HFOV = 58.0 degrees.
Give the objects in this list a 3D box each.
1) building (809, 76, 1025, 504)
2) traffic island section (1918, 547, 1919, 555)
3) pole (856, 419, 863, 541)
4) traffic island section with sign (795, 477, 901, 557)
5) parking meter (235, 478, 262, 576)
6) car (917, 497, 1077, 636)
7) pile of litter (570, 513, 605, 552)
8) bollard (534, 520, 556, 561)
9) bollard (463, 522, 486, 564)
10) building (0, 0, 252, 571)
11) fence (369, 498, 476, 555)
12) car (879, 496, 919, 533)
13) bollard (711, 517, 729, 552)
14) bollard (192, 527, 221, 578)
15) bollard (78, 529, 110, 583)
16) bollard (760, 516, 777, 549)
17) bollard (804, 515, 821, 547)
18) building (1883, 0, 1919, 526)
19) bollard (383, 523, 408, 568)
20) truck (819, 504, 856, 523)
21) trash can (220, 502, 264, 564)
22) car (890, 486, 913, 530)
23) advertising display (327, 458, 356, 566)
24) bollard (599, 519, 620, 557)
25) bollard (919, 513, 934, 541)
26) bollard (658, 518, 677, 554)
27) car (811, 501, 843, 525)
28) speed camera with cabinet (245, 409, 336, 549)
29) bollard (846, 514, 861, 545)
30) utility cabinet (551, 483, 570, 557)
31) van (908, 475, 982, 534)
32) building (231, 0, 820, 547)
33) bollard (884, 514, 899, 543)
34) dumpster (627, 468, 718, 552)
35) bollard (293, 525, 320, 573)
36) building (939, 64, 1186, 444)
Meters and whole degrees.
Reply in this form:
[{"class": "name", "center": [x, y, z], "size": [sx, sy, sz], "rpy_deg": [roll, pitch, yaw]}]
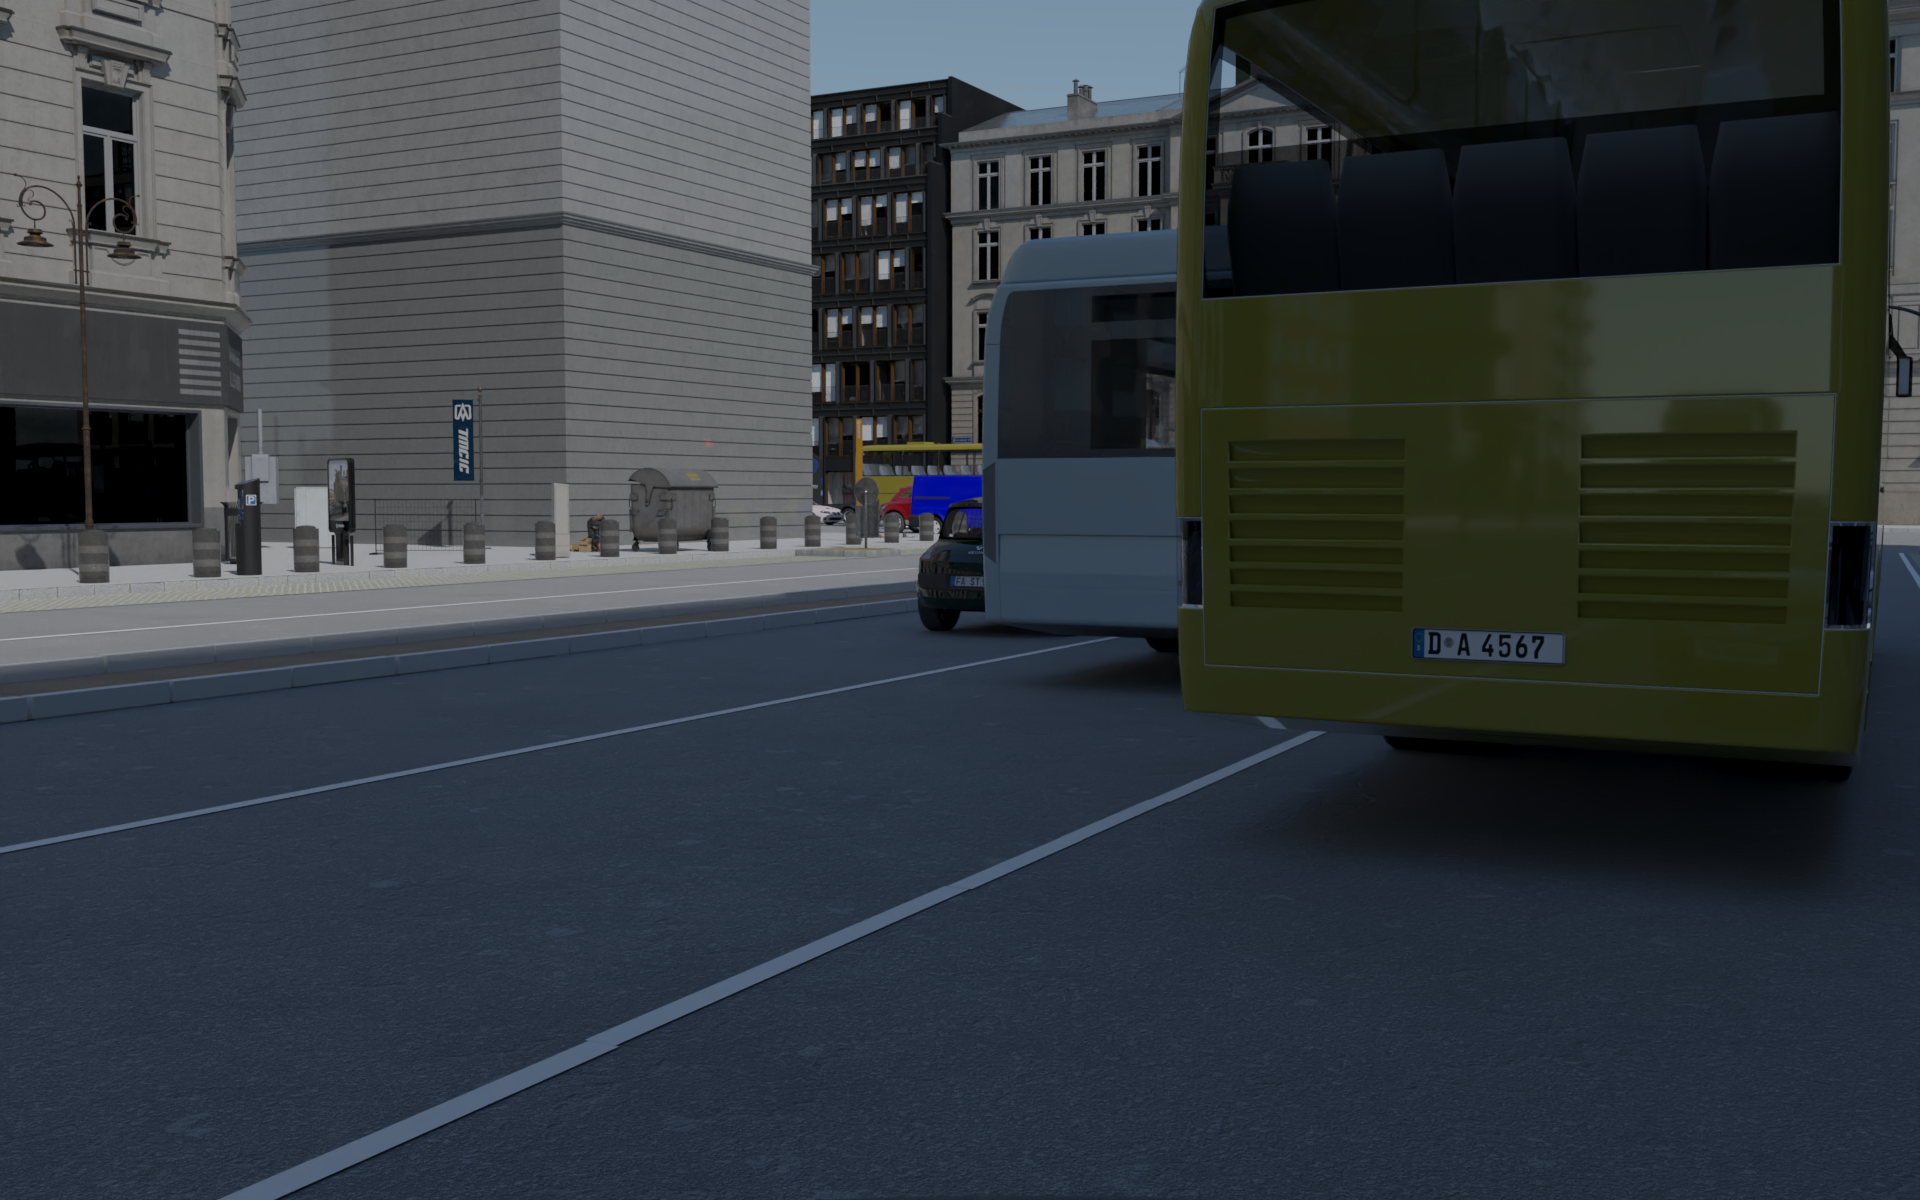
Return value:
[{"class": "building", "center": [-5.661, -16.497, 99.408], "size": [15.834, 23.373, 12.332], "rpy_deg": [2, 4, 27]}, {"class": "traffic island section", "center": [23.807, -1.141, 40.935], "size": [2.009, 0.180, 2.903], "rpy_deg": [2, 4, 27]}, {"class": "pole", "center": [-2.731, -3.254, 47.039], "size": [0.158, 3.312, 0.155], "rpy_deg": [0, 3, 0]}, {"class": "traffic island section with sign", "center": [-2.459, -1.929, 40.161], "size": [1.989, 1.847, 2.006], "rpy_deg": [2, 4, 27]}, {"class": "parking meter", "center": [-11.254, -1.161, 27.387], "size": [0.372, 1.533, 0.369], "rpy_deg": [0, 3, 0]}, {"class": "car", "center": [1.053, -0.567, 19.056], "size": [2.009, 1.686, 4.222], "rpy_deg": [2, 4, 26]}, {"class": "pile of litter", "center": [-8.362, -1.515, 38.740], "size": [1.176, 0.858, 1.719], "rpy_deg": [-1, 4, -10]}, {"class": "bollard", "center": [-8.048, -1.155, 33.601], "size": [0.404, 0.777, 0.398], "rpy_deg": [0, 3, 0]}, {"class": "bollard", "center": [-8.944, -1.050, 31.882], "size": [0.404, 0.777, 0.398], "rpy_deg": [0, 3, 0]}, {"class": "building", "center": [-29.725, -14.812, 18.585], "size": [17.030, 29.872, 44.131], "rpy_deg": [2, 4, 27]}, {"class": "fence", "center": [-11.327, -1.561, 36.722], "size": [2.264, 1.192, 0.480], "rpy_deg": [0, 4, -3]}, {"class": "car", "center": [-0.498, -3.338, 63.256], "size": [5.304, 1.827, 2.281], "rpy_deg": [2, 4, 27]}, {"class": "bollard", "center": [-5.368, -1.469, 38.734], "size": [0.404, 0.777, 0.398], "rpy_deg": [0, 3, 0]}, {"class": "bollard", "center": [-11.628, -0.735, 26.733], "size": [0.404, 0.777, 0.398], "rpy_deg": [0, 3, 0]}, {"class": "bollard", "center": [-12.519, -0.631, 25.028], "size": [0.404, 0.777, 0.398], "rpy_deg": [0, 3, 0]}, {"class": "bollard", "center": [-4.475, -1.573, 40.442], "size": [0.404, 0.777, 0.398], "rpy_deg": [0, 3, 0]}, {"class": "bollard", "center": [-3.588, -1.678, 42.148], "size": [0.404, 0.777, 0.398], "rpy_deg": [0, 3, 0]}, {"class": "building", "center": [46.379, -14.724, 74.028], "size": [30.059, 22.955, 16.112], "rpy_deg": [2, 4, 27]}, {"class": "bollard", "center": [-9.838, -0.945, 30.165], "size": [0.404, 0.777, 0.398], "rpy_deg": [0, 3, 0]}, {"class": "truck", "center": [0.957, -5.526, 80.101], "size": [18.799, 4.110, 2.967], "rpy_deg": [2, 4, 27]}, {"class": "trash can", "center": [-13.157, -1.230, 31.757], "size": [0.748, 1.137, 0.748], "rpy_deg": [0, 3, 0]}, {"class": "car", "center": [-0.330, -3.760, 70.146], "size": [5.304, 1.827, 2.281], "rpy_deg": [2, 4, 26]}, {"class": "advertising display", "center": [-11.109, -1.584, 31.117], "size": [0.123, 1.923, 0.974], "rpy_deg": [-3, 5, -41]}, {"class": "bollard", "center": [-7.149, -1.260, 35.322], "size": [0.404, 0.777, 0.398], "rpy_deg": [0, 3, 0]}, {"class": "bollard", "center": [-0.912, -1.992, 47.285], "size": [0.404, 0.777, 0.398], "rpy_deg": [0, 3, 0]}, {"class": "bollard", "center": [-6.257, -1.364, 37.026], "size": [0.404, 0.777, 0.398], "rpy_deg": [0, 3, 0]}, {"class": "car", "center": [-7.720, -4.179, 80.695], "size": [4.827, 1.381, 2.083], "rpy_deg": [2, 4, 29]}, {"class": "speed camera with cabinet", "center": [-15.662, -2.836, 40.702], "size": [2.038, 3.252, 0.660], "rpy_deg": [-1, 4, -15]}, {"class": "bollard", "center": [-2.696, -1.782, 43.853], "size": [0.404, 0.777, 0.398], "rpy_deg": [0, 3, 0]}, {"class": "utility cabinet", "center": [-8.118, -1.625, 35.240], "size": [0.318, 1.500, 1.173], "rpy_deg": [-1, 4, -16]}, {"class": "van", "center": [1.010, -3.178, 56.346], "size": [5.245, 2.365, 2.240], "rpy_deg": [2, 4, 29]}, {"class": "building", "center": [-19.881, -16.800, 52.176], "size": [29.804, 29.767, 11.434], "rpy_deg": [2, 4, 27]}, {"class": "bollard", "center": [-1.798, -1.887, 45.571], "size": [0.404, 0.777, 0.398], "rpy_deg": [0, 3, 0]}, {"class": "dumpster", "center": [-6.431, -2.016, 38.723], "size": [1.264, 1.857, 1.865], "rpy_deg": [2, 4, 28]}, {"class": "bollard", "center": [-10.737, -0.840, 28.449], "size": [0.404, 0.777, 0.398], "rpy_deg": [0, 3, 0]}, {"class": "building", "center": [16.870, -16.443, 87.928], "size": [34.723, 24.649, 14.460], "rpy_deg": [2, 4, 27]}]
